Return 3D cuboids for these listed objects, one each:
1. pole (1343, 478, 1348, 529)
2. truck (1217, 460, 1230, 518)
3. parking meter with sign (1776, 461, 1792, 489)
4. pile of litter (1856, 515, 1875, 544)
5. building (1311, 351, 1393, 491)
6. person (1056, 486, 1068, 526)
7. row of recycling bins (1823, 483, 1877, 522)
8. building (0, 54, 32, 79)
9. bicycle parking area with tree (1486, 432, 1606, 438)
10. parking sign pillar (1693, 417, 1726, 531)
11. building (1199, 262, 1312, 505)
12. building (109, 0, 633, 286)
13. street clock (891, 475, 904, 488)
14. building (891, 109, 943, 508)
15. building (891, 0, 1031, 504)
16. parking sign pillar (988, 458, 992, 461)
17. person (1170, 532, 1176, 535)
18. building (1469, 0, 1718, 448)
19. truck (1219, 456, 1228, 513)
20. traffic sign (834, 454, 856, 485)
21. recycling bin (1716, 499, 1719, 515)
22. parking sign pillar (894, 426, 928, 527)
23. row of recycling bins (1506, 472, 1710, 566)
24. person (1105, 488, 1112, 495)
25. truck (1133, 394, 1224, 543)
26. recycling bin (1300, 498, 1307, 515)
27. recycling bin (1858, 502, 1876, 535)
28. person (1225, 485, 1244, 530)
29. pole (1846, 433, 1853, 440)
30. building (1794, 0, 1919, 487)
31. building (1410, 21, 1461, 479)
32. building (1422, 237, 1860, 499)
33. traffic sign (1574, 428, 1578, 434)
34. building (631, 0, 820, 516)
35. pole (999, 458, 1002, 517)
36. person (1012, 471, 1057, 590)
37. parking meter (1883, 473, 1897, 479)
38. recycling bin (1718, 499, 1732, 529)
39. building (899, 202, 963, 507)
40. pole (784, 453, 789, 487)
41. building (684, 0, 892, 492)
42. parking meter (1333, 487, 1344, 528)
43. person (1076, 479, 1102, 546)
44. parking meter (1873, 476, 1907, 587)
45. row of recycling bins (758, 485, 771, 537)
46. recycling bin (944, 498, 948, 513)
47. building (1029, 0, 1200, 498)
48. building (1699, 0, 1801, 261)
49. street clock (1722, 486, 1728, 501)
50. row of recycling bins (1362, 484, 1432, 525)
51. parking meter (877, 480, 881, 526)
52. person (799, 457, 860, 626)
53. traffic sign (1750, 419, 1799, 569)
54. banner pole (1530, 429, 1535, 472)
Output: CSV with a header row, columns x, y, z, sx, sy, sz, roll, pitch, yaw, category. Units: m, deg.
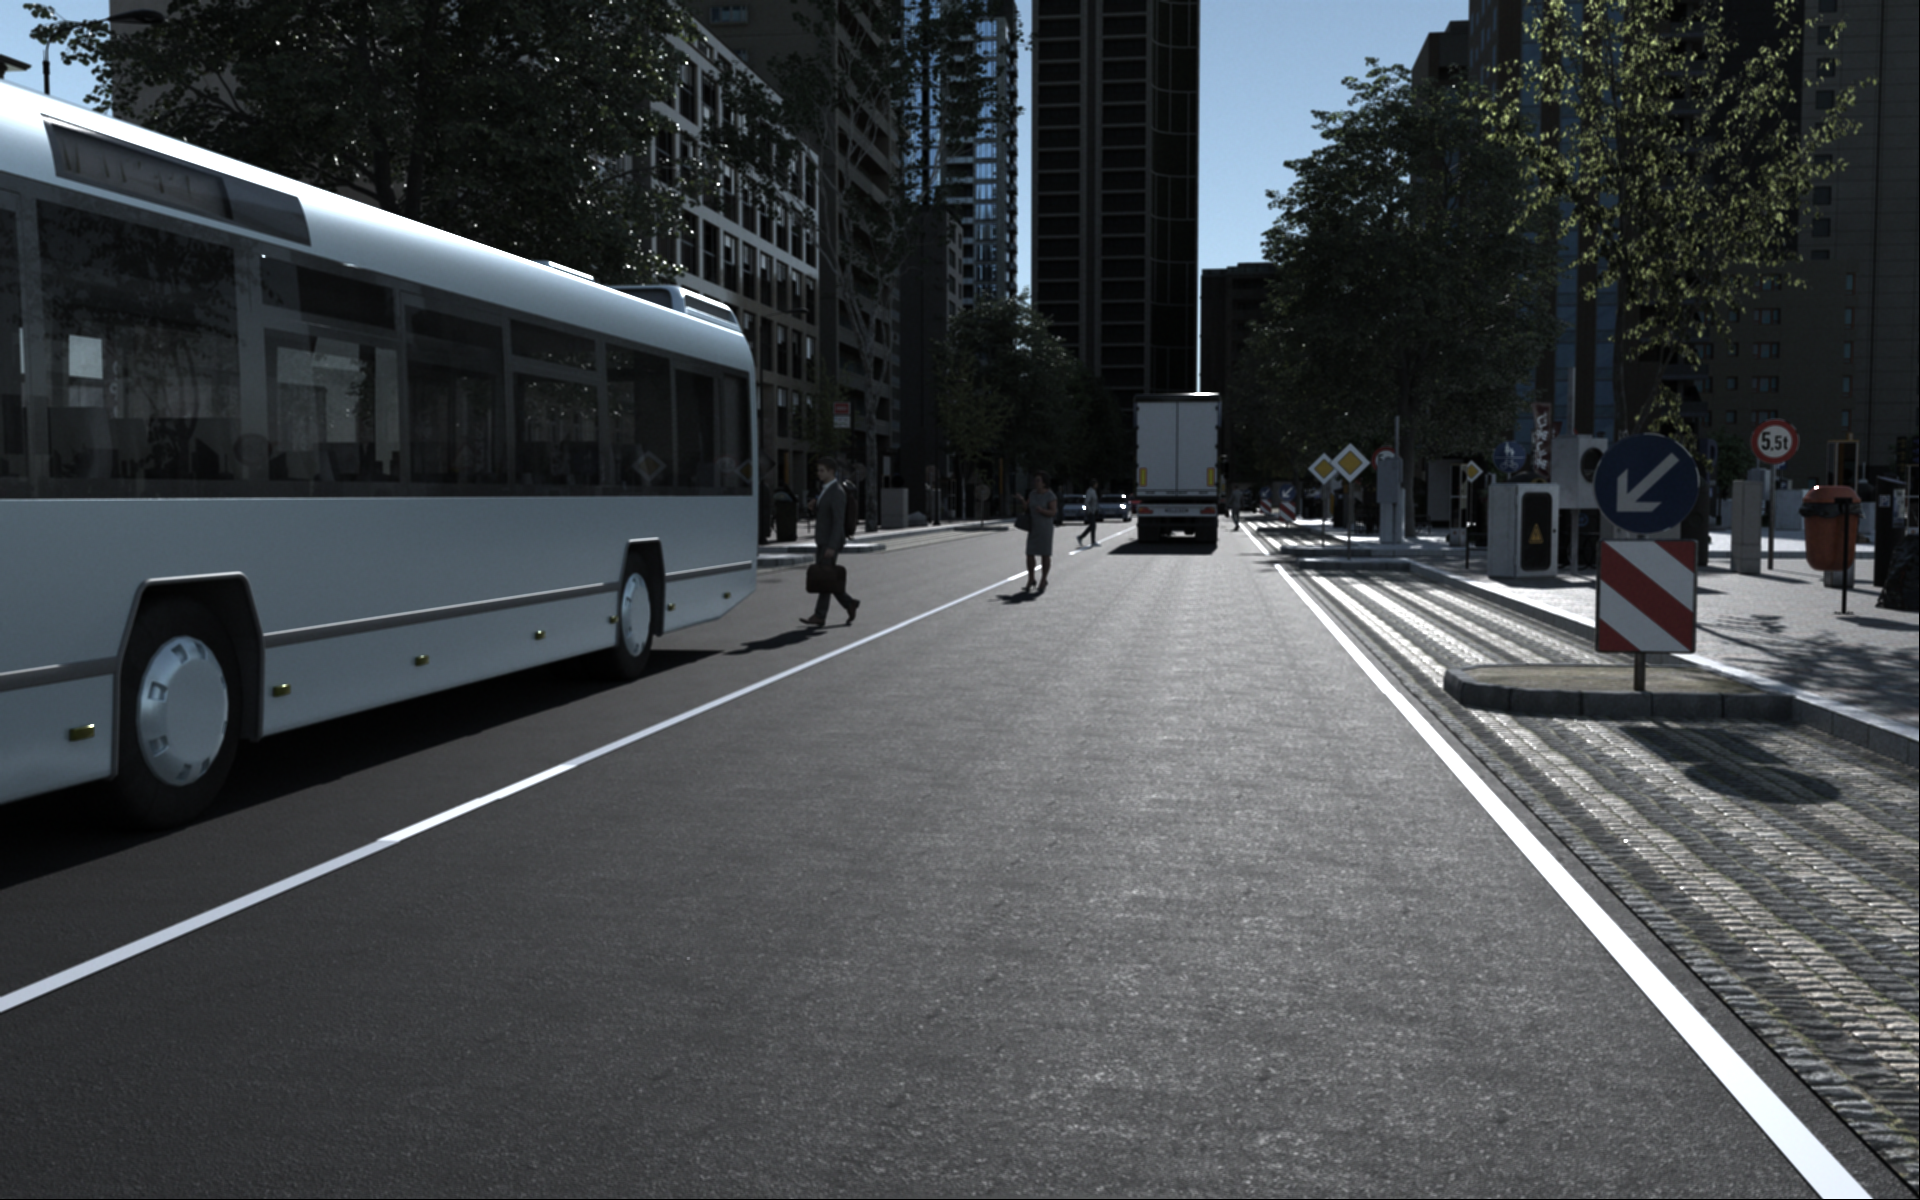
x,y,z,sx,sy,sz,roll,pitch,yaw,category
14.296,-4.302,64.183,0.158,3.312,0.155,0,3,0,pole
10.122,-4.931,76.540,3.469,3.379,9.791,1,4,9,truck
40.679,-5.446,85.296,0.543,3.016,1.738,3,5,43,parking meter with sign
23.270,-1.923,45.404,1.176,0.858,1.719,-2,4,-24,pile of litter
59.622,-23.116,222.987,28.899,21.520,27.650,1,4,8,building
4.586,-4.231,77.855,0.590,1.801,0.661,0,4,-8,person
33.009,-3.468,63.817,1.069,1.692,3.534,-1,4,-14,row of recycling bins
-58.175,-14.685,73.382,30.059,22.955,16.112,1,4,8,building
27.044,-5.715,80.437,8.231,4.147,9.016,1,4,19,bicycle parking area with tree
26.161,-4.424,60.797,1.447,3.967,1.447,3,5,42,parking sign pillar
37.351,-27.368,219.171,14.107,30.474,14.160,1,4,8,building
-22.253,-17.356,69.679,13.634,28.700,20.117,1,4,8,building
-2.407,-3.815,66.947,0.471,2.002,0.358,-1,4,-14,street clock
-18.554,-28.366,155.668,32.217,40.220,23.993,1,4,8,building
-5.459,-55.887,226.416,31.000,86.520,22.319,1,4,8,building
1.733,-7.604,112.799,1.447,3.967,1.447,1,4,12,parking sign pillar
7.330,-3.218,61.096,0.573,1.828,0.580,2,4,29,person
43.969,-28.908,122.758,14.600,45.320,14.200,1,4,8,building
19.114,-8.805,132.867,2.839,4.237,11.283,0,4,7,truck
-2.989,-2.426,43.311,0.795,2.450,0.064,1,4,8,traffic sign
41.833,-5.027,94.739,0.722,1.027,0.722,3,5,44,recycling bin
-1.992,-4.916,68.849,1.447,3.967,1.447,-3,5,-40,parking sign pillar
11.722,-1.495,31.561,3.534,1.692,1.069,1,4,14,row of recycling bins
9.772,-6.495,114.471,0.659,1.850,0.755,-1,4,-12,person
6.865,-3.988,54.117,2.839,4.237,11.283,0,4,8,truck
20.918,-5.603,104.163,0.722,1.027,0.722,2,4,30,recycling bin
28.412,-2.574,54.641,0.722,1.027,0.722,3,4,38,recycling bin
11.077,-3.732,69.645,0.709,1.813,0.853,-2,4,-27,person
29.572,-3.903,57.664,0.158,3.312,0.155,0,3,0,pole
90.284,-43.933,156.563,20.611,71.187,20.563,1,4,8,building
50.647,-31.508,165.259,14.600,45.320,14.200,1,4,8,building
54.393,-18.267,143.704,27.650,21.520,28.899,1,4,8,building
12.027,-2.080,34.009,0.884,2.594,0.081,1,4,15,traffic sign
-21.107,-17.897,97.135,19.350,26.468,34.151,1,4,8,building
2.299,-6.369,97.978,0.158,3.312,0.155,0,3,0,pole
1.077,-1.038,25.837,0.716,1.782,0.532,3,4,38,person
25.143,-2.517,46.869,0.255,1.863,0.399,1,4,12,parking meter
28.326,-3.107,63.349,0.722,1.027,0.722,3,5,41,recycling bin
-7.090,-24.681,175.230,14.107,30.474,14.160,1,4,8,building
-8.551,-5.598,85.369,0.158,3.312,0.155,0,3,0,pole
-17.643,-31.079,131.848,21.300,48.544,21.600,1,4,8,building
14.516,-3.548,66.418,0.372,1.533,0.369,0,3,0,parking meter
3.544,-2.405,47.667,0.795,1.843,0.661,1,4,23,person
12.881,-0.952,23.977,0.372,1.533,0.369,0,3,0,parking meter
-7.275,-2.671,50.791,3.534,1.692,1.069,-1,4,-23,row of recycling bins
-0.630,-6.418,117.482,0.722,1.027,0.722,1,4,21,recycling bin
20.308,-48.040,223.713,20.611,71.187,20.563,1,4,8,building
69.706,-44.088,159.084,20.611,71.187,20.563,1,4,8,building
37.721,-4.945,85.414,0.358,2.002,0.471,2,4,29,street clock
18.366,-3.986,72.289,1.069,1.692,3.534,-3,5,-42,row of recycling bins
-3.296,-3.939,70.110,0.255,1.863,0.399,-1,4,-23,parking meter
-1.390,-0.636,18.870,0.822,1.834,0.622,-2,4,-31,person
13.804,-1.793,29.424,0.768,2.556,0.104,1,4,11,traffic sign
19.713,-4.207,58.801,0.863,3.779,0.401,-1,4,-12,banner pole
